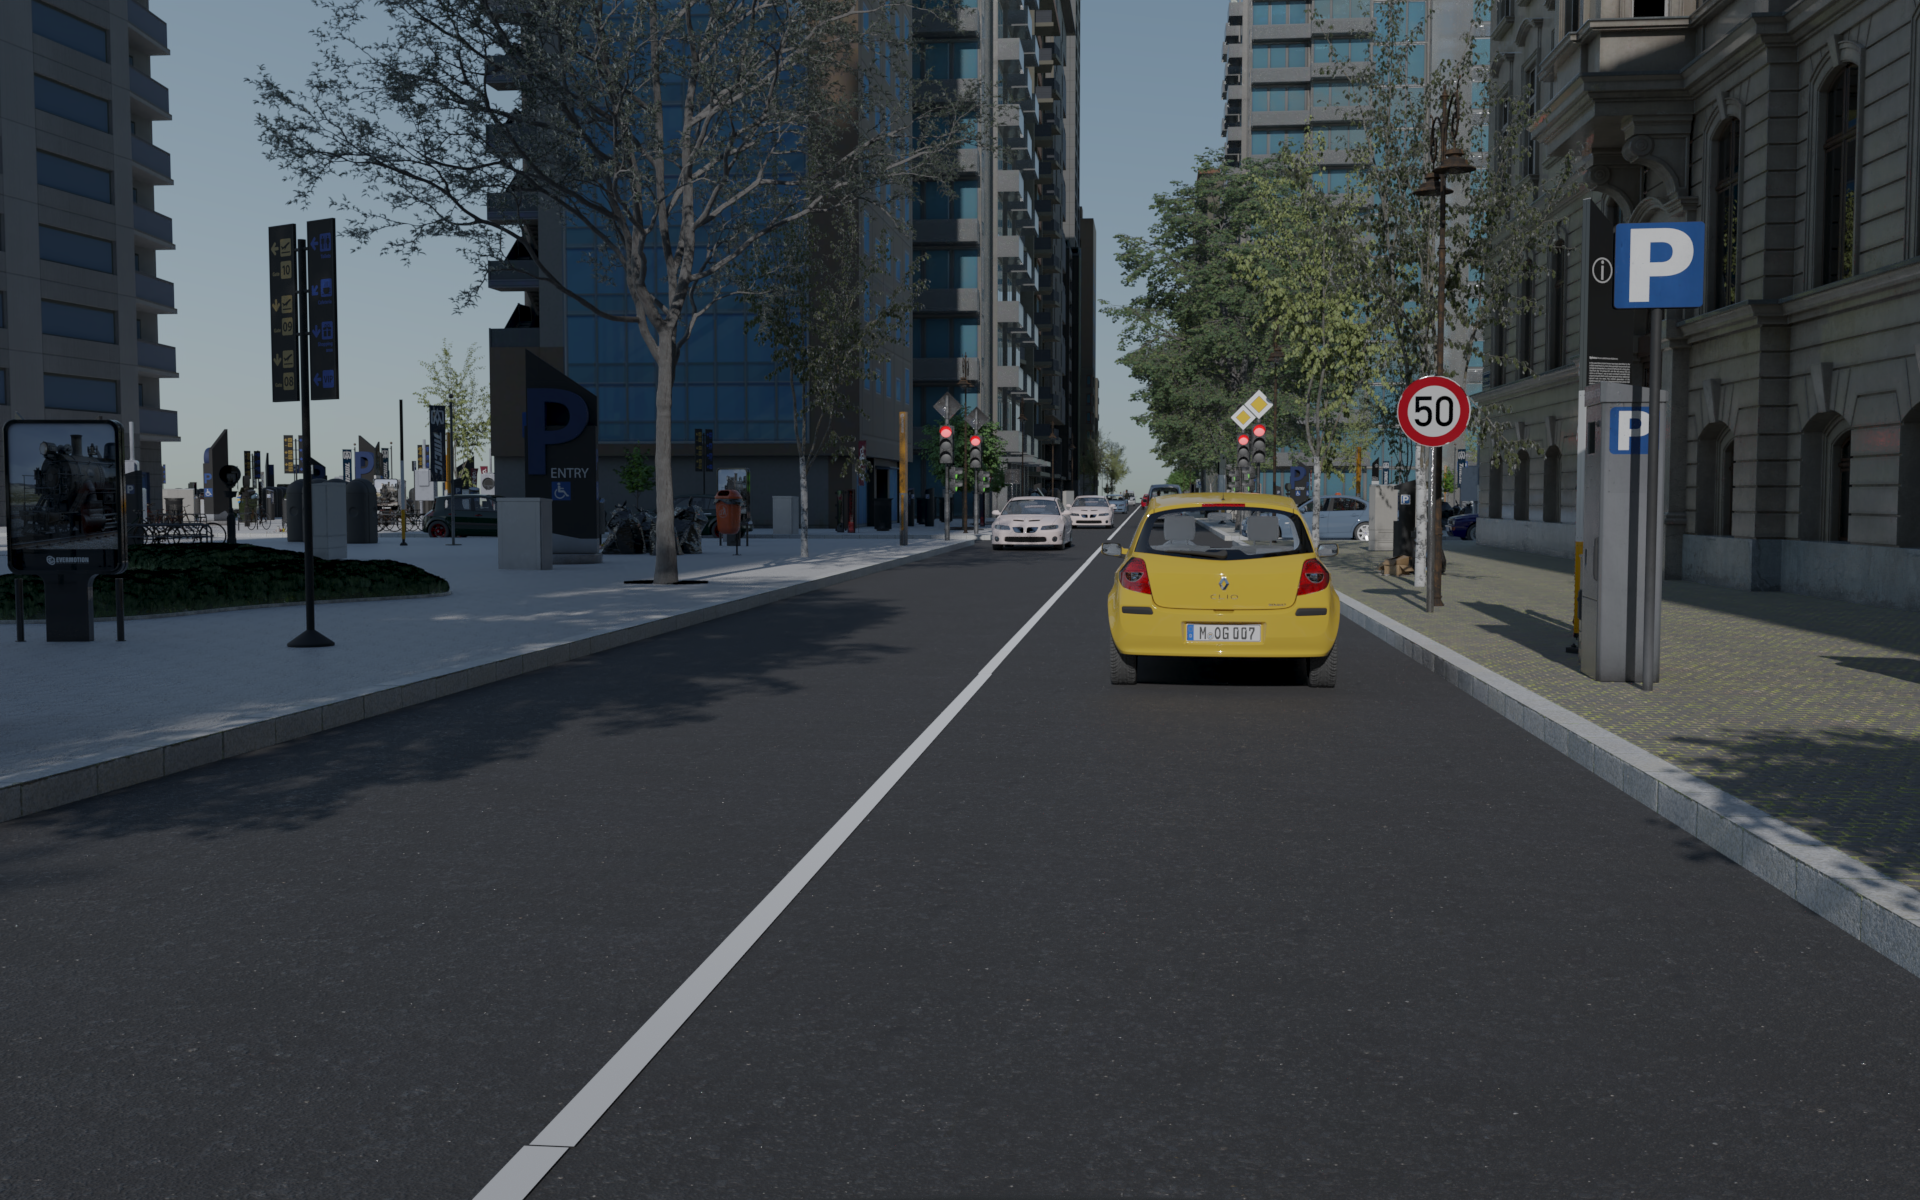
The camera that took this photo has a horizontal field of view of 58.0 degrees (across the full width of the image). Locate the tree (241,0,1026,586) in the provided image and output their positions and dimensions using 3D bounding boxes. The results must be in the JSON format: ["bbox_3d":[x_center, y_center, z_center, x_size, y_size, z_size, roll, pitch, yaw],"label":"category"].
[{"bbox_3d":[-4.243,-6.981,24.517,12.009,13.543,11.850,0,3,0],"label":"tree"}]

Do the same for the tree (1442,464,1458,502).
[{"bbox_3d":[31.037,-7.047,109.811,1.663,3.219,1.824,0,3,0],"label":"tree"}]

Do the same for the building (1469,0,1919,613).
[{"bbox_3d":[16.415,-12.656,26.005,14.460,24.649,34.723,0,4,6],"label":"building"}]

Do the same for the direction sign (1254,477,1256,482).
[{"bbox_3d":[19.858,-7.740,118.552,0.876,3.537,0.379,3,5,41],"label":"direction sign"}]

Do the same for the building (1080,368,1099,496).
[{"bbox_3d":[6.052,-24.962,253.172,27.650,21.520,28.899,0,4,6],"label":"building"}]

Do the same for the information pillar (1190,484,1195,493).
[{"bbox_3d":[16.297,-7.144,121.289,0.304,2.012,0.304,1,4,11],"label":"information pillar"}]

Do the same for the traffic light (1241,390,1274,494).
[{"bbox_3d":[8.028,-3.536,46.727,0.839,4.253,0.868,0,4,6],"label":"traffic light"}]

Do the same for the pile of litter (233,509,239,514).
[{"bbox_3d":[-47.244,-6.079,113.358,1.176,0.858,1.719,0,4,1],"label":"pile of litter"}]

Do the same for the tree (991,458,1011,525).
[{"bbox_3d":[1.005,-4.791,72.934,1.663,3.219,1.824,0,3,0],"label":"tree"}]

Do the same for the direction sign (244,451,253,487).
[{"bbox_3d":[-36.955,-6.026,90.520,0.379,3.537,0.876,3,5,43],"label":"direction sign"}]

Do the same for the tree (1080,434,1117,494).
[{"bbox_3d":[15.856,-15.665,206.479,4.737,8.622,4.395,0,3,0],"label":"tree"}]

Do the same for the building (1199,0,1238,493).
[{"bbox_3d":[37.465,-53.314,184.359,22.319,86.520,31.000,0,4,6],"label":"building"}]

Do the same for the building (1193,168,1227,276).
[{"bbox_3d":[41.885,-35.056,227.789,22.147,44.769,28.867,0,4,6],"label":"building"}]

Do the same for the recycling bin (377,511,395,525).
[{"bbox_3d":[-24.214,-3.691,72.903,0.722,1.027,0.722,-2,4,-30],"label":"recycling bin"}]

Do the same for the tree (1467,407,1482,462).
[{"bbox_3d":[37.246,-10.486,121.805,4.737,8.622,4.395,0,3,0],"label":"tree"}]

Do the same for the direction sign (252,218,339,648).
[{"bbox_3d":[-5.484,-1.378,14.526,0.876,3.537,0.379,2,4,34],"label":"direction sign"}]

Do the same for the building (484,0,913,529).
[{"bbox_3d":[-9.743,-25.669,69.796,14.600,45.320,14.200,0,4,6],"label":"building"}]

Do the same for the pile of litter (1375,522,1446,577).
[{"bbox_3d":[7.165,-0.839,27.680,1.719,0.858,1.176,-3,5,-45],"label":"pile of litter"}]

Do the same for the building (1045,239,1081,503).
[{"bbox_3d":[6.259,-25.909,195.309,14.160,30.474,14.107,0,4,6],"label":"building"}]

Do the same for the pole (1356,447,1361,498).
[{"bbox_3d":[17.128,-4.932,74.475,0.158,3.312,0.155,0,3,0],"label":"pole"}]

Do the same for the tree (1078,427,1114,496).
[{"bbox_3d":[14.781,-14.598,189.039,4.360,8.622,3.978,0,3,0],"label":"tree"}]

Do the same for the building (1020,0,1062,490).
[{"bbox_3d":[-2.917,-30.083,146.479,22.147,44.769,28.867,0,4,6],"label":"building"}]

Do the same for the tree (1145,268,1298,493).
[{"bbox_3d":[12.752,-10.279,86.192,7.486,12.596,7.792,0,3,0],"label":"tree"}]

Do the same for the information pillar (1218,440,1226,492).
[{"bbox_3d":[11.252,-5.084,74.486,0.183,3.616,0.504,3,5,40],"label":"information pillar"}]

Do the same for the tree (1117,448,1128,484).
[{"bbox_3d":[23.932,-19.530,269.673,4.737,8.622,4.395,0,3,0],"label":"tree"}]

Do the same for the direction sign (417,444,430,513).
[{"bbox_3d":[-24.552,-5.342,79.331,0.876,3.537,0.379,3,4,38],"label":"direction sign"}]

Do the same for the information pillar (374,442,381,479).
[{"bbox_3d":[-25.916,-5.242,77.067,0.183,3.616,0.504,0,4,5],"label":"information pillar"}]

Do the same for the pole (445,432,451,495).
[{"bbox_3d":[-16.808,-3.869,57.098,0.158,3.312,0.155,0,3,0],"label":"pole"}]

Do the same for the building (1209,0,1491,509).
[{"bbox_3d":[34.759,-32.742,154.944,23.786,49.044,30.456,0,4,6],"label":"building"}]

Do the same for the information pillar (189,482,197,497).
[{"bbox_3d":[-46.594,-6.165,105.290,0.304,2.012,0.304,1,4,17],"label":"information pillar"}]

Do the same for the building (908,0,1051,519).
[{"bbox_3d":[-6.999,-29.473,101.484,23.786,49.044,30.456,0,4,6],"label":"building"}]

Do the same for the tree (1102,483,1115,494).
[{"bbox_3d":[21.640,-15.936,255.147,1.663,3.219,1.824,0,3,0],"label":"tree"}]

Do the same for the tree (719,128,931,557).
[{"bbox_3d":[-2.990,-5.178,35.023,4.360,8.622,3.978,0,3,0],"label":"tree"}]

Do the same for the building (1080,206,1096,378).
[{"bbox_3d":[14.278,-38.108,273.181,14.600,45.320,14.200,0,4,6],"label":"building"}]

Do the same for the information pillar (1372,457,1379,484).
[{"bbox_3d":[26.145,-7.193,108.961,0.504,3.616,0.183,3,5,43],"label":"information pillar"}]

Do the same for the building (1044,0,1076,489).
[{"bbox_3d":[-3.274,-35.800,174.573,28.713,52.752,27.495,0,4,6],"label":"building"}]

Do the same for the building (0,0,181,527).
[{"bbox_3d":[-50.763,-32.507,73.490,28.212,58.520,21.231,0,4,6],"label":"building"}]

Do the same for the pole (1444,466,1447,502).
[{"bbox_3d":[34.765,-7.963,124.032,0.158,3.312,0.155,0,3,0],"label":"pole"}]

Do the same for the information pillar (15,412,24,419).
[{"bbox_3d":[-26.685,-3.551,49.407,0.504,3.616,0.183,1,4,16],"label":"information pillar"}]

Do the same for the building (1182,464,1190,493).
[{"bbox_3d":[42.726,-31.091,280.030,14.160,30.474,14.107,0,4,6],"label":"building"}]

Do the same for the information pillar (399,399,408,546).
[{"bbox_3d":[-13.887,-3.166,43.120,0.183,3.616,0.504,-1,4,-19],"label":"information pillar"}]

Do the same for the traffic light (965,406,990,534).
[{"bbox_3d":[0.541,-4.076,55.567,0.839,4.253,0.868,0,4,6],"label":"traffic light"}]

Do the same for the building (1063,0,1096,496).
[{"bbox_3d":[7.433,-48.199,226.299,20.563,71.187,20.611,0,4,6],"label":"building"}]

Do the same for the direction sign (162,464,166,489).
[{"bbox_3d":[-60.628,-8.548,131.760,0.876,3.537,0.379,3,4,38],"label":"direction sign"}]

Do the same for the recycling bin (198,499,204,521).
[{"bbox_3d":[-35.125,-4.189,81.047,0.722,1.027,0.722,1,4,16],"label":"recycling bin"}]

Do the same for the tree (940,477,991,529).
[{"bbox_3d":[0.087,-4.284,64.638,1.663,3.219,1.824,0,3,0],"label":"tree"}]

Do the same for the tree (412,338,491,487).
[{"bbox_3d":[-23.757,-8.082,82.510,4.737,8.622,4.395,0,3,0],"label":"tree"}]

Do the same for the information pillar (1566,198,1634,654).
[{"bbox_3d":[5.168,-1.380,13.913,0.504,3.616,0.183,-1,4,-22],"label":"information pillar"}]

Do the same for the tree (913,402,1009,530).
[{"bbox_3d":[0.063,-4.778,61.833,4.285,4.588,4.351,0,3,0],"label":"tree"}]

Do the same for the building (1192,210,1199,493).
[{"bbox_3d":[40.413,-34.626,249.735,14.154,41.232,14.086,0,4,6],"label":"building"}]

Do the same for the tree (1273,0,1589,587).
[{"bbox_3d":[6.340,-4.477,23.556,4.360,8.622,3.978,0,3,0],"label":"tree"}]

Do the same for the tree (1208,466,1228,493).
[{"bbox_3d":[19.140,-11.104,131.917,4.360,8.622,3.978,0,3,0],"label":"tree"}]

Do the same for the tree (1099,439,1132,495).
[{"bbox_3d":[24.848,-21.606,287.662,8.767,10.594,7.601,3,5,42],"label":"tree"}]

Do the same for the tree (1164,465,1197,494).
[{"bbox_3d":[25.060,-12.910,194.793,4.285,4.588,4.351,0,3,0],"label":"tree"}]

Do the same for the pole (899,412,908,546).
[{"bbox_3d":[-1.401,-3.009,43.044,0.158,3.312,0.155,0,3,0],"label":"pole"}]

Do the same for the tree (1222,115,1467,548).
[{"bbox_3d":[7.407,-5.154,34.636,4.737,8.622,4.395,0,3,0],"label":"tree"}]

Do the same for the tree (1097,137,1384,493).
[{"bbox_3d":[10.078,-9.483,61.699,9.857,13.997,8.962,0,3,0],"label":"tree"}]

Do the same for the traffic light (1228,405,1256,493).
[{"bbox_3d":[8.903,-4.021,54.664,0.839,4.253,0.868,0,4,6],"label":"traffic light"}]

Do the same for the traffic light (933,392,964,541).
[{"bbox_3d":[-0.334,-3.591,47.630,0.839,4.253,0.868,0,4,6],"label":"traffic light"}]

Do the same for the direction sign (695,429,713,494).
[{"bbox_3d":[-8.905,-4.176,60.281,0.379,3.537,0.876,2,4,34],"label":"direction sign"}]
